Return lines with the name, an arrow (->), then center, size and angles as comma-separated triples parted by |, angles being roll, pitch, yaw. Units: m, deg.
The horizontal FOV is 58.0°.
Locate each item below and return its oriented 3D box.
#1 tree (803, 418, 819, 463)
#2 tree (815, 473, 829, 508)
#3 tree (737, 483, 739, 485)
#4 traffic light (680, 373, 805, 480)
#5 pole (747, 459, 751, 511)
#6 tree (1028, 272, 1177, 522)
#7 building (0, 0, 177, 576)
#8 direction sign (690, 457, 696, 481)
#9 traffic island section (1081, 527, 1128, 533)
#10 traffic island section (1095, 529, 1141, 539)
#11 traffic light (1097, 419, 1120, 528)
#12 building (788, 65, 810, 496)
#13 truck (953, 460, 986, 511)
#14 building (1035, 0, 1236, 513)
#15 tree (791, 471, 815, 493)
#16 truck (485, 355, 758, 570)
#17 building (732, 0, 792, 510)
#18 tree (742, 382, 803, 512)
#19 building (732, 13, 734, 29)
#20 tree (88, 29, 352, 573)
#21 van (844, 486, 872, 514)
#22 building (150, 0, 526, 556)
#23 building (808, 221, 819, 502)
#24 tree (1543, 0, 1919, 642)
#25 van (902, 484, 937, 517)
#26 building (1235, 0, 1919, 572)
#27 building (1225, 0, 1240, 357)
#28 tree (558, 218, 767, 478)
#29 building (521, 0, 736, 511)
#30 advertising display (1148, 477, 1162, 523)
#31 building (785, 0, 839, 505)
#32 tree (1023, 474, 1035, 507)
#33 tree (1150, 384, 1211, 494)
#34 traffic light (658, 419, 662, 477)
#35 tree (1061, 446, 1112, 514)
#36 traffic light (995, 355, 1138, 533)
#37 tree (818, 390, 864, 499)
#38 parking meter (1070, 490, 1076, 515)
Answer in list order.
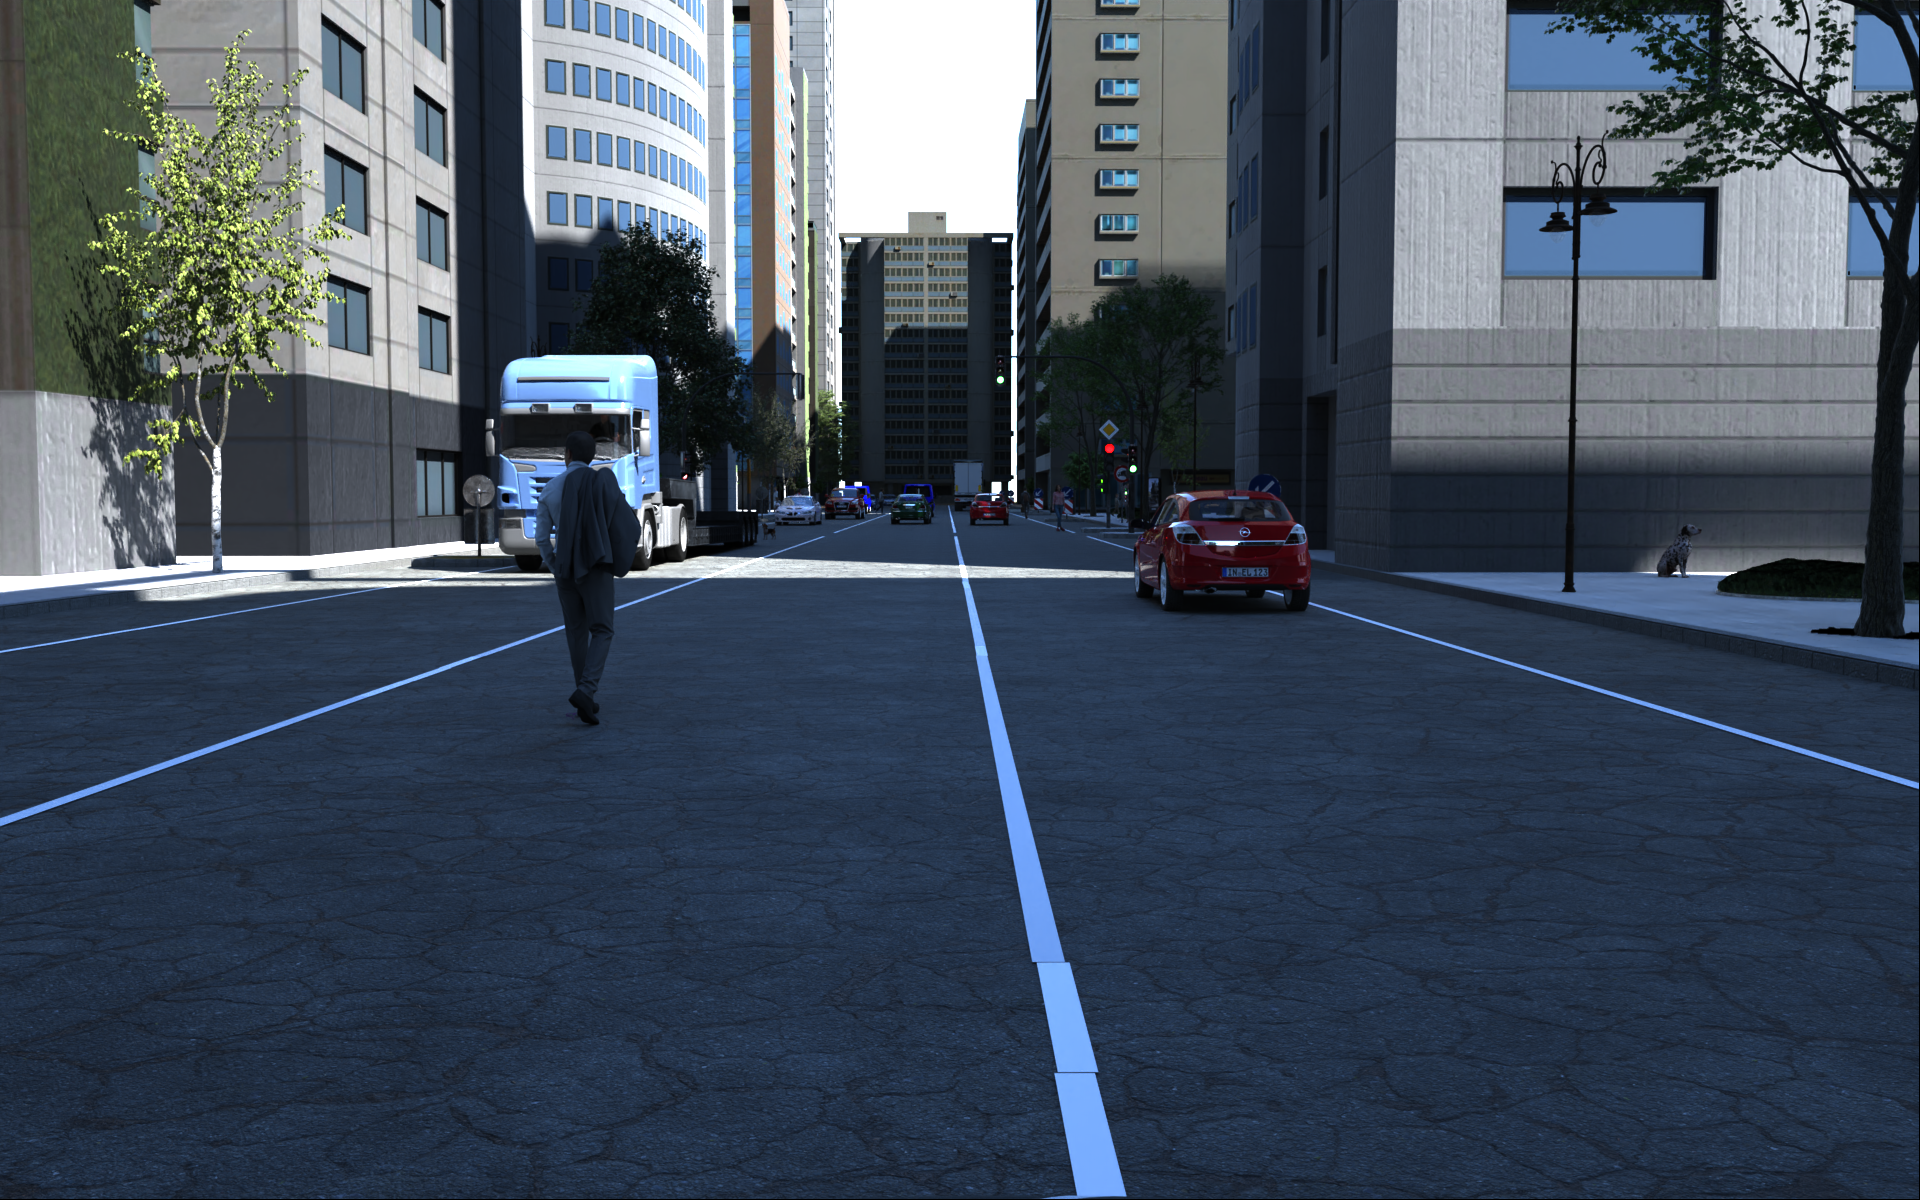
tree -> -12.919, -10.974, 129.781 | 4.360, 8.622, 3.978 | 0, 3, 0
tree -> -13.176, -10.157, 160.675 | 1.663, 3.219, 1.824 | 0, 3, 0
tree -> -18.764, -8.837, 139.080 | 1.663, 3.219, 1.824 | 0, 3, 0
traffic light -> -8.209, -5.518, 64.894 | 4.771, 5.953, 1.251 | 0, 4, 0
pole -> -12.206, -6.506, 100.212 | 0.158, 3.312, 0.155 | 0, 3, 0
tree -> 8.822, -9.476, 80.682 | 9.928, 11.665, 9.643 | 0, 3, 0
building -> -21.339, -15.428, 23.946 | 14.160, 30.474, 14.107 | 0, 4, 0
direction sign -> -12.209, -5.302, 78.677 | 0.379, 3.537, 0.876 | 1, 4, 17
traffic island section -> 5.600, -2.619, 65.099 | 2.009, 0.180, 2.903 | 0, 4, 0
traffic island section -> 5.665, -2.130, 57.114 | 2.009, 0.180, 2.903 | 0, 4, 0
traffic light -> 5.560, -4.652, 64.985 | 0.839, 4.253, 0.868 | 0, 4, 0
building -> -21.608, -29.204, 161.086 | 14.154, 41.232, 14.086 | 0, 4, 0
truck -> 0.761, -9.738, 148.137 | 2.839, 4.237, 11.283 | 0, 4, 1
building -> 16.735, -30.798, 127.245 | 21.300, 48.544, 21.600 | 0, 4, 0
tree -> -13.274, -9.118, 143.673 | 1.663, 3.219, 1.824 | 0, 3, 0
truck -> -6.982, -3.038, 39.434 | 2.967, 4.110, 18.799 | 0, 4, 1
building -> -21.844, -30.357, 146.442 | 14.600, 45.320, 14.200 | 0, 4, 0
tree -> -12.776, -9.885, 111.985 | 4.360, 8.622, 3.978 | 0, 3, 0
building -> -23.500, -26.732, 120.664 | 14.154, 41.232, 14.086 | 0, 4, 0
tree -> -12.113, -4.759, 28.172 | 4.737, 8.622, 4.395 | 0, 3, 0
van -> -7.637, -7.555, 127.914 | 2.240, 2.365, 5.245 | 0, 4, 1
building -> -23.672, -37.031, 43.713 | 20.611, 71.187, 20.563 | 0, 4, 0
building -> -21.898, -24.719, 175.859 | 14.160, 30.474, 14.107 | 0, 4, 0
tree -> 8.464, -5.471, 15.201 | 9.928, 11.665, 9.643 | 0, 3, 0
van -> -2.570, -6.353, 108.262 | 2.240, 2.365, 5.245 | 0, 3, 0
building -> 17.410, -30.498, 40.642 | 21.231, 58.520, 28.212 | 0, 4, 0
building -> 27.283, -29.935, 78.679 | 27.495, 52.752, 28.713 | 0, 4, 0
tree -> -12.759, -9.488, 72.136 | 9.611, 12.733, 9.660 | 0, 3, 0
building -> -24.130, -33.558, 90.669 | 21.231, 58.520, 28.212 | 0, 4, 0
advertising display -> 7.369, -3.692, 65.586 | 0.123, 1.923, 0.974 | -1, 4, -19
building -> -25.225, -46.785, 203.191 | 20.611, 71.187, 20.563 | 0, 4, 0
tree -> 7.089, -10.954, 173.695 | 1.663, 3.219, 1.824 | 0, 3, 0
tree -> 14.170, -9.970, 113.377 | 4.737, 8.622, 4.395 | 0, 3, 0
traffic light -> -10.236, -4.155, 56.857 | 0.839, 4.253, 0.868 | 0, 4, 0
tree -> 8.294, -7.962, 113.884 | 4.285, 4.588, 4.351 | 0, 3, 0
traffic light -> 3.533, -5.026, 56.842 | 4.771, 5.953, 1.251 | 0, 4, 0
tree -> -14.356, -16.516, 188.170 | 7.486, 12.596, 7.792 | 0, 3, 0
parking meter -> 6.975, -6.046, 107.258 | 0.372, 1.533, 0.369 | 0, 3, 0
